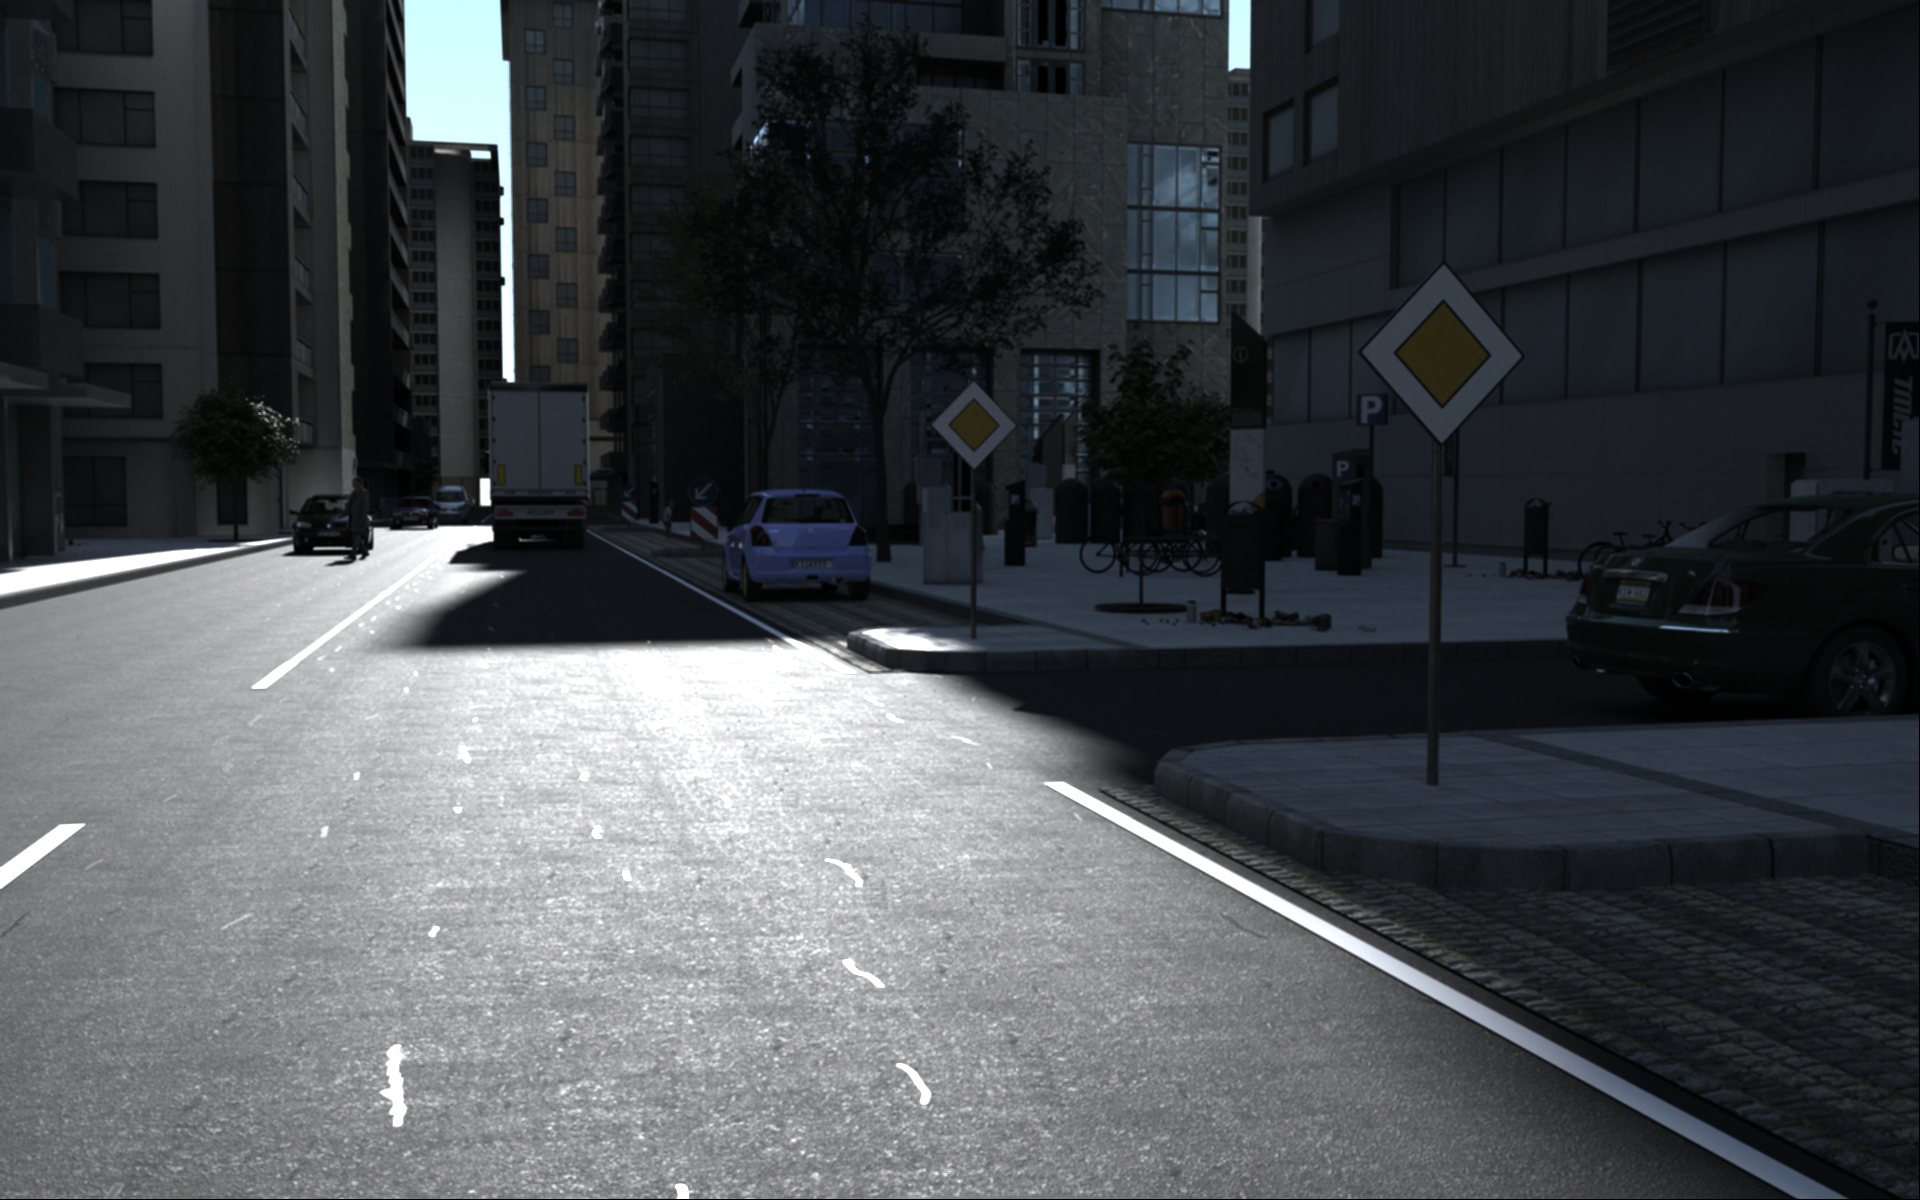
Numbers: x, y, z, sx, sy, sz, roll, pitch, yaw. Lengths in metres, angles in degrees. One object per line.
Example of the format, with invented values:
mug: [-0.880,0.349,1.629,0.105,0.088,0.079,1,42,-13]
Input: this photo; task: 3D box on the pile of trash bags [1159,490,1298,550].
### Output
pile of trash bags: [6.252,-1.847,39.943,3.447,1.369,1.912,-1,4,-12]

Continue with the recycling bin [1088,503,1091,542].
recycling bin: [3.506,-2.091,46.738,0.722,1.027,0.722,2,4,34]

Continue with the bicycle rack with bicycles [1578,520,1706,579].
bicycle rack with bicycles: [9.511,-0.576,22.797,2.852,0.926,2.925,-3,5,-45]

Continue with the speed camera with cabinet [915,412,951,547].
speed camera with cabinet: [-0.630,-2.879,41.410,0.660,3.252,2.038,-1,4,-9]

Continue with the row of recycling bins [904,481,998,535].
row of recycling bins: [-0.301,-2.846,53.652,3.534,1.692,1.069,-3,5,-41]

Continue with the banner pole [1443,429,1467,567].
banner pole: [8.590,-2.459,30.225,0.401,3.779,0.863,2,4,35]

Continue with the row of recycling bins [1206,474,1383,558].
row of recycling bins: [6.792,-1.724,35.293,3.534,1.692,1.069,1,4,8]

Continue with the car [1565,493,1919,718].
car: [6.506,0.017,11.528,4.920,1.459,2.131,-1,4,-14]

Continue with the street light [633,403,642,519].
street light: [-16.414,-7.063,88.270,0.468,5.910,1.993,-1,4,-14]

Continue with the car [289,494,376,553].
car: [-15.598,-2.042,43.176,2.009,1.686,4.222,-1,4,-16]

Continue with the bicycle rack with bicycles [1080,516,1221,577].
bicycle rack with bicycles: [3.363,-0.875,27.695,2.925,0.926,2.852,1,4,10]

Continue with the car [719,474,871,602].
car: [-2.370,-0.903,24.352,1.945,1.707,3.694,-1,4,-14]

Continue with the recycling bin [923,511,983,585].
recycling bin: [-0.094,-0.751,24.841,0.722,1.027,0.722,1,4,14]

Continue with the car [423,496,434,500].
car: [-29.931,-5.245,98.333,1.945,1.354,3.894,-1,4,-13]

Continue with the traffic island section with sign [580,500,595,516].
traffic island section with sign: [-24.954,-6.447,114.034,1.989,1.847,2.006,-1,4,-14]

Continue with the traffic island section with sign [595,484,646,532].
traffic island section with sign: [-12.858,-3.539,66.489,1.989,1.847,2.006,-1,4,-14]

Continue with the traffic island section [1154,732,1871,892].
traffic island section: [2.105,0.894,7.668,2.009,0.180,2.903,-1,4,-14]

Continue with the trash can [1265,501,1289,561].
trash can: [5.968,-1.328,33.373,0.748,1.137,0.748,0,3,0]

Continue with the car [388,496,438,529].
car: [-22.610,-3.619,71.750,1.945,1.354,3.894,-1,4,-13]

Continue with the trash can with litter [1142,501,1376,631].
trash can with litter: [2.982,-0.355,16.857,1.678,1.210,2.233,-3,5,-40]

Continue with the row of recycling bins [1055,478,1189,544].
row of recycling bins: [4.260,-2.332,45.241,3.534,1.692,1.069,-1,4,-9]

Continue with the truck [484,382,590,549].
truck: [-11.989,-3.668,48.882,2.839,4.237,11.283,-1,4,-15]

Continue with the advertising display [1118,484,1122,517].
advertising display: [5.311,-2.964,53.677,0.974,1.923,0.123,-1,4,-20]

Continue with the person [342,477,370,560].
person: [-13.181,-1.784,37.778,0.694,1.812,0.767,3,4,39]

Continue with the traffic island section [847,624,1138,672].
traffic island section: [0.137,0.420,15.408,2.009,0.180,2.903,-1,4,-14]

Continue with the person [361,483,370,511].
person: [-19.810,-2.991,57.396,0.794,1.824,0.713,-1,4,-13]

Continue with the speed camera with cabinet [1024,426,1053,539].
speed camera with cabinet: [2.289,-3.407,50.044,0.660,3.252,2.038,0,4,-5]

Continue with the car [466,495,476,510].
car: [-44.918,-8.834,156.803,2.083,1.381,4.827,-1,4,-16]

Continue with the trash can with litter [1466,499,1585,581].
trash can with litter: [8.871,-0.928,26.235,1.678,1.210,2.233,-1,4,-17]

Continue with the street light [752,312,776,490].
street light: [-4.696,-4.226,41.877,0.468,5.910,1.993,-1,4,-14]

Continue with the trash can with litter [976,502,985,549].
trash can with litter: [0.315,-1.665,38.612,0.624,1.170,1.055,-1,4,-18]

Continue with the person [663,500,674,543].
person: [-8.563,-2.308,50.913,0.352,1.250,0.332,1,4,11]

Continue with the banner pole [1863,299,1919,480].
banner pole: [11.908,-1.970,22.228,0.863,3.779,0.401,1,4,20]

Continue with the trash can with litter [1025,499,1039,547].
trash can with litter: [1.711,-1.892,42.320,0.624,1.170,1.055,0,4,-7]

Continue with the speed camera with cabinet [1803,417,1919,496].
speed camera with cabinet: [10.954,-1.599,20.486,2.038,3.252,0.660,0,4,-5]

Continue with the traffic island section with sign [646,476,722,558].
traffic island section with sign: [-6.078,-1.907,39.808,1.989,1.847,2.006,-1,4,-14]
